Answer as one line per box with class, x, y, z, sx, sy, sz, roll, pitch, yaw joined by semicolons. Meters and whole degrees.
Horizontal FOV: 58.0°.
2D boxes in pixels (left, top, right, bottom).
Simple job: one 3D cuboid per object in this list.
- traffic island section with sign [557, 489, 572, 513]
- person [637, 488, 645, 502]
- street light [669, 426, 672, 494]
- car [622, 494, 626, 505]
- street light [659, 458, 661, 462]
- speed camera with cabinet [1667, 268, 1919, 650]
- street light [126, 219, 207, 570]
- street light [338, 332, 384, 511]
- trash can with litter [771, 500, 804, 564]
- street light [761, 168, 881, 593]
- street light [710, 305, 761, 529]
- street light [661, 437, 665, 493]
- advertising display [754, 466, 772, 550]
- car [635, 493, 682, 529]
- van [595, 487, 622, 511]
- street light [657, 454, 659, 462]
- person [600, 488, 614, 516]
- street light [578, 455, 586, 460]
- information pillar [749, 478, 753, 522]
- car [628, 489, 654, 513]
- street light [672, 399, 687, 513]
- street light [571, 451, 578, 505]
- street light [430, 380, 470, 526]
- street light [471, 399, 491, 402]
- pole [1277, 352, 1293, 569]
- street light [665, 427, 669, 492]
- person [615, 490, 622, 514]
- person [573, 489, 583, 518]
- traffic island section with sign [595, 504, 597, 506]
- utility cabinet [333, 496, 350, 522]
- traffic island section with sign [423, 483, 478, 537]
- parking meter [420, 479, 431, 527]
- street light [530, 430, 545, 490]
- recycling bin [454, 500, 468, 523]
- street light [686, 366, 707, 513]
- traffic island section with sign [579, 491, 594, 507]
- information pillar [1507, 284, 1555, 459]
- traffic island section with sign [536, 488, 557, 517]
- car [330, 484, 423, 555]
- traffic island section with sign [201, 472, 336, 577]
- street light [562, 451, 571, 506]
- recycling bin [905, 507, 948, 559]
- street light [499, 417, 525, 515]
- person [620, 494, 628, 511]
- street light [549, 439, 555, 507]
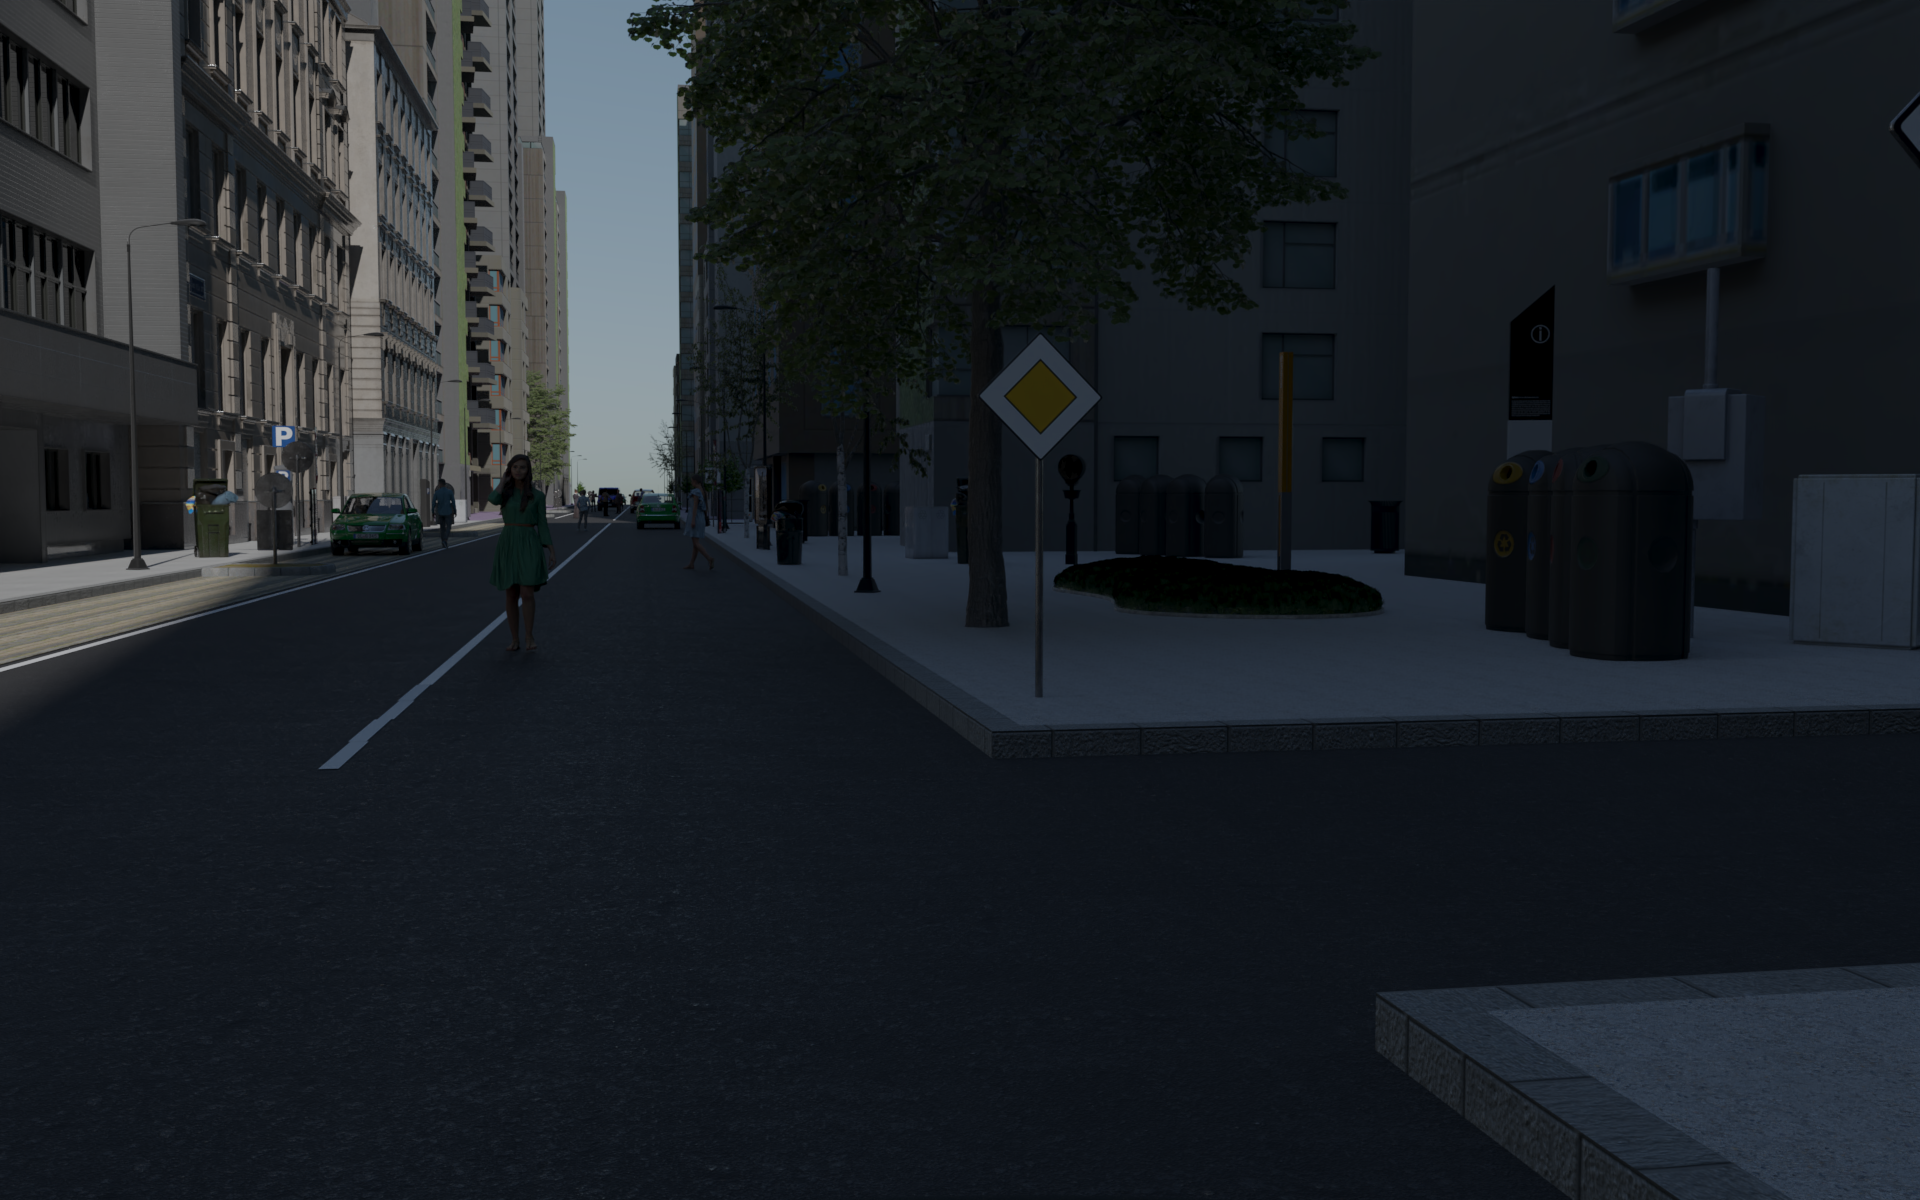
traffic island section with sign;-31.128;-7.687;134.312;1.989;1.847;2.006;-1;4;-10
person;-21.647;-6.660;117.261;0.599;1.838;0.709;1;4;12
street light;-15.685;-7.716;98.703;1.470;5.913;1.316;-1;4;-10
car;-45.959;-13.754;233.676;1.959;1.807;4.718;-1;4;-12
street light;-26.765;-11.458;159.883;1.470;5.913;1.316;-1;4;-10
speed camera with cabinet;7.241;-1.261;14.958;2.038;3.252;0.660;3;5;41
street light;-13.423;-3.472;29.312;1.470;5.913;1.316;-1;4;-10
street light;-17.215;-4.722;49.742;1.470;5.913;1.316;-1;4;-10
trash can with litter;-3.199;-1.242;31.687;0.624;1.170;1.055;-1;4;-12
street light;-1.742;-3.046;22.344;1.470;5.913;1.316;-1;4;-10
street light;-5.365;-4.294;42.750;1.470;5.913;1.316;-1;4;-10
street light;-23.108;-10.211;139.483;1.470;5.913;1.316;-1;4;-10
advertising display;-4.558;-2.131;40.057;0.123;1.923;0.974;-2;4;-24
car;-12.574;-3.883;72.279;1.959;1.807;4.718;-1;4;-9
van;-30.133;-8.836;148.847;2.240;2.365;5.245;-1;4;-9
street light;-30.586;-12.713;180.397;1.470;5.913;1.316;-1;4;-10
person;-22.771;-6.298;111.476;1.348;1.823;0.705;3;5;41
street light;-45.854;-14.337;206.952;1.470;5.913;1.316;-1;4;-10
information pillar;-9.655;-4.569;79.194;0.304;2.012;0.304;-1;4;-14
car;-23.772;-7.434;130.220;2.281;1.827;5.304;-1;4;-10
street light;-13.164;-6.862;84.736;1.470;5.913;1.316;-1;4;-10
street light;-42.165;-13.084;186.457;1.470;5.913;1.316;-1;4;-10
street light;-20.873;-5.978;70.277;1.470;5.913;1.316;-1;4;-10
street light;-23.610;-6.857;84.646;1.470;5.913;1.316;-1;4;-10
pole;4.688;-1.904;24.975;0.158;3.312;0.155;0;3;0
street light;-19.328;-8.964;119.105;1.470;5.913;1.316;-1;4;-10
person;-25.024;-7.198;126.736;0.434;1.755;0.990;-3;4;-39
person;-22.544;-5.694;102.405;0.742;1.727;0.445;0;4;3
traffic island section with sign;-45.823;-12.617;214.908;1.989;1.847;2.006;-1;4;-10
utility cabinet;-18.696;-2.569;53.172;1.020;1.237;0.306;0;4;1
traffic island section with sign;-17.170;-3.008;57.803;1.989;1.847;2.006;-1;4;-10
parking meter;-20.710;-3.754;67.091;0.255;1.863;0.399;0;4;7
street light;-30.975;-9.351;125.437;1.470;5.913;1.316;-1;4;-10
recycling bin;-22.437;-3.968;77.437;0.722;1.027;0.722;-1;4;-9
street light;-9.125;-5.541;63.131;1.470;5.913;1.316;-1;4;-10
traffic island section with sign;-40.946;-10.978;188.116;1.989;1.847;2.006;-1;4;-10
information pillar;6.416;-1.719;19.468;0.504;3.616;0.183;1;4;9
traffic island section with sign;-26.297;-6.065;107.792;1.989;1.847;2.006;-1;4;-10
car;-14.027;-2.015;41.742;1.959;1.807;4.718;-1;4;-12
traffic island section with sign;-12.284;-1.364;30.924;1.989;1.847;2.006;-1;4;-10
street light;-38.356;-11.831;165.976;1.470;5.913;1.316;-1;4;-10
recycling bin;-0.666;-1.348;34.597;0.722;1.027;0.722;-1;4;-17
street light;-27.302;-8.104;105.040;1.470;5.913;1.316;-1;4;-10
person;-28.142;-8.088;143.996;1.065;1.426;0.557;0;4;-3
street light;-34.757;-10.598;145.814;1.470;5.913;1.316;-1;4;-10
